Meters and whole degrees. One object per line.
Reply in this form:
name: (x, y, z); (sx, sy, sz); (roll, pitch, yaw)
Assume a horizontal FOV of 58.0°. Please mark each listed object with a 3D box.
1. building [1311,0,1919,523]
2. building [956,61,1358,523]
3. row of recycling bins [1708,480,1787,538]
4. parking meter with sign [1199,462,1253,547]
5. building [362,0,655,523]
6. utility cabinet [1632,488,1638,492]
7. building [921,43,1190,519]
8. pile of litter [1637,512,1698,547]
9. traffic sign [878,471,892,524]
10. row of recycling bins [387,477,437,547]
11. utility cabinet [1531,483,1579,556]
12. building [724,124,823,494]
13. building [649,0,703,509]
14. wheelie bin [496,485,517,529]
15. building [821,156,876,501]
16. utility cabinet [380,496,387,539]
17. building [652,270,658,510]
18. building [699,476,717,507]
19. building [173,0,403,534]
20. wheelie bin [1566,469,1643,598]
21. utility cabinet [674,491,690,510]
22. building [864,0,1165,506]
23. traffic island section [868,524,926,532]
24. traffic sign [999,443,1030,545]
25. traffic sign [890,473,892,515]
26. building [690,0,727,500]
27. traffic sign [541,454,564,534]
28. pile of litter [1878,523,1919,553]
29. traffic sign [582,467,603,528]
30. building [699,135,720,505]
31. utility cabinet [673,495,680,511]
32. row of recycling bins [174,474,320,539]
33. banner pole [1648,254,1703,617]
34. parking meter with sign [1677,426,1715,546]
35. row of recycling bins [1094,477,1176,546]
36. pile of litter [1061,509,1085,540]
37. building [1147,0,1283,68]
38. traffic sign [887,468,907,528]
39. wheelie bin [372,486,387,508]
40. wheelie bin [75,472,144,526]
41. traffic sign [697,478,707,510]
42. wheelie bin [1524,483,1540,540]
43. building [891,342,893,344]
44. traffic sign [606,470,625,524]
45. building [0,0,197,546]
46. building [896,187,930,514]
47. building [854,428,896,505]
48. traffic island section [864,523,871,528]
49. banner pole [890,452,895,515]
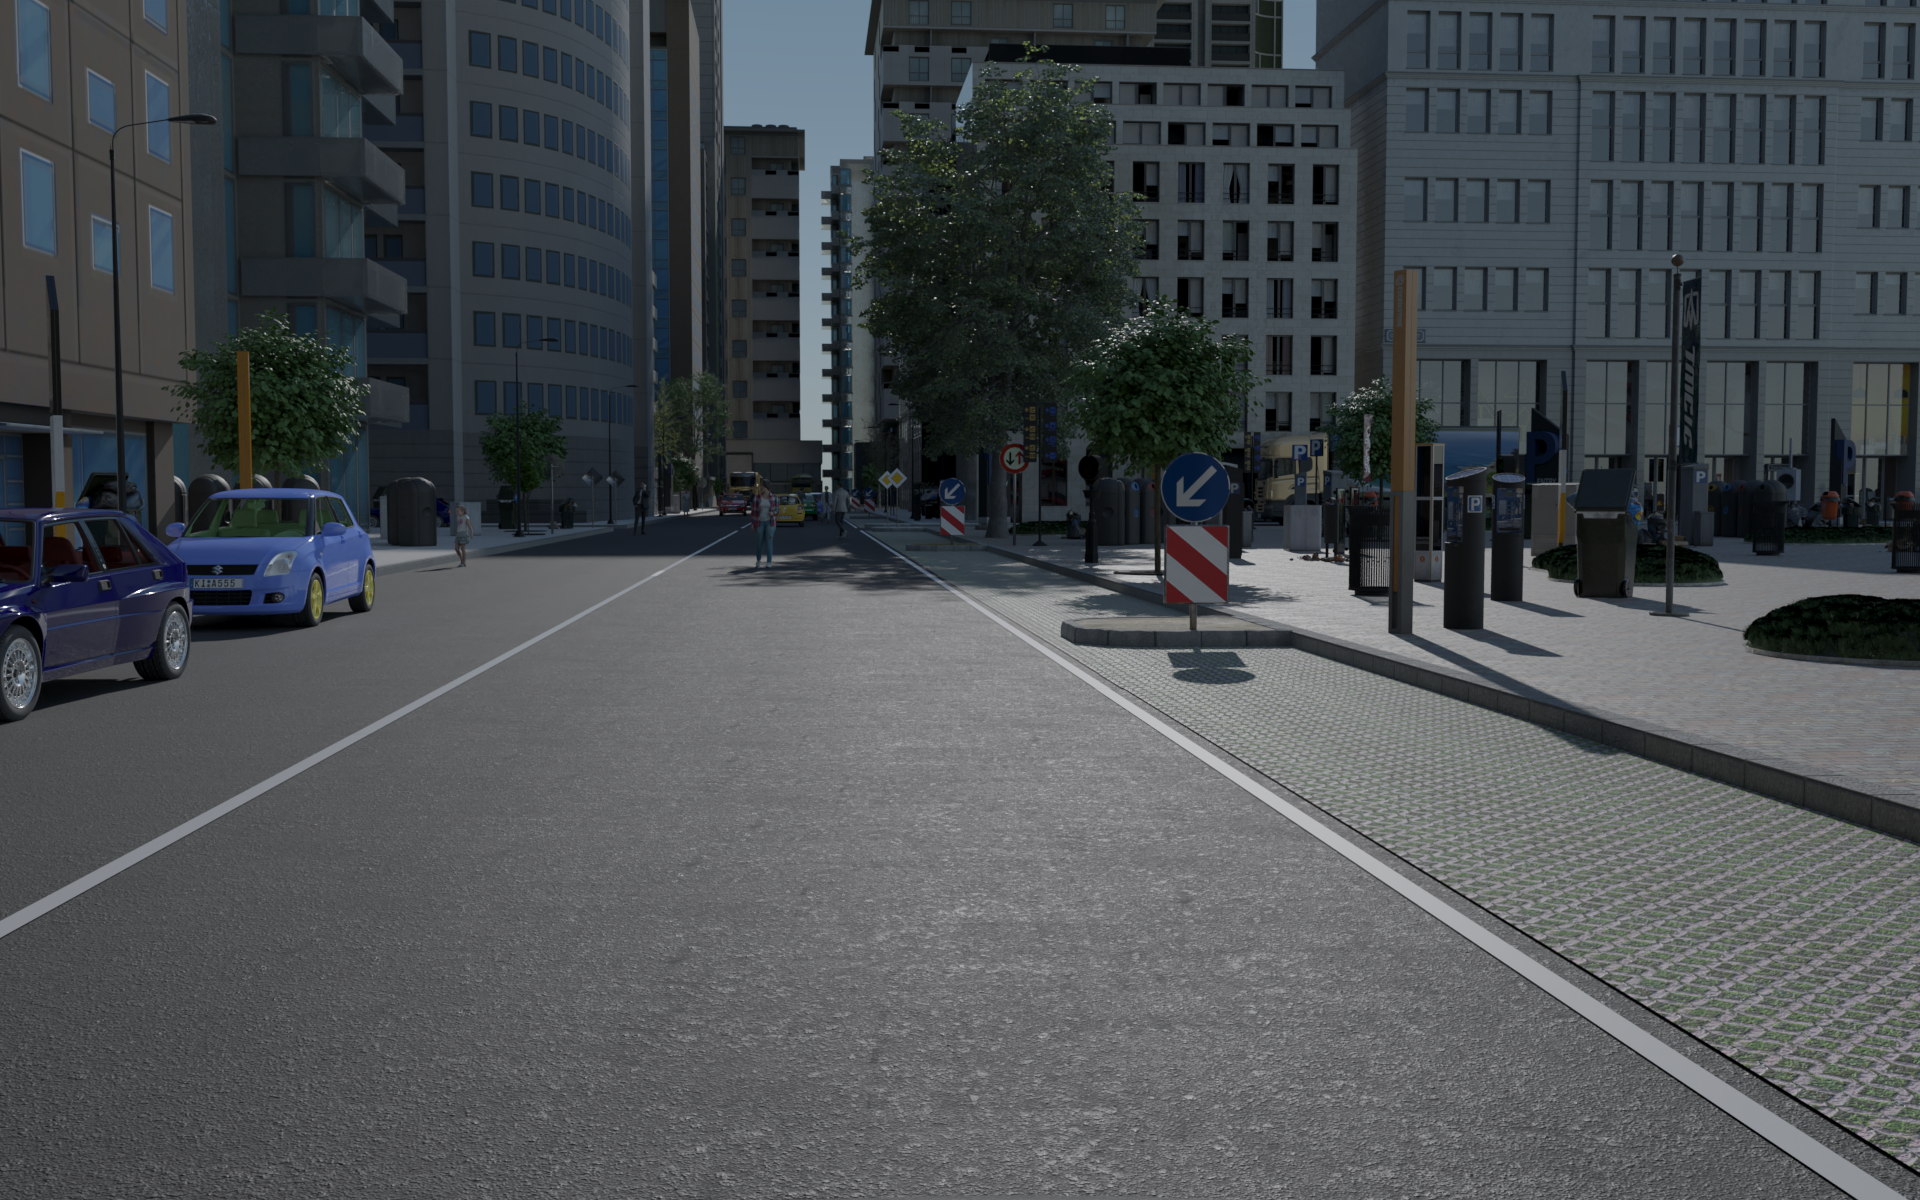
building: (32.943, -18.682, 82.937); (29.804, 29.767, 11.434); (0, 4, -5)
building: (8.642, -13.830, 80.868); (16.860, 20.320, 10.420); (0, 4, -5)
row of recycling bins: (23.133, -2.690, 51.100); (1.069, 1.692, 3.534); (0, 4, -8)
parking meter with sign: (6.277, -2.756, 41.316); (1.738, 3.016, 0.543); (-3, 5, -42)
building: (-27.169, -33.230, 85.303); (21.231, 58.520, 28.212); (0, 4, -5)
utility cabinet: (24.869, -3.459, 65.230); (1.173, 1.500, 0.318); (3, 5, 44)
building: (4.570, -16.158, 93.861); (12.332, 23.373, 15.834); (0, 4, -5)
pile of litter: (16.894, -1.685, 41.520); (1.719, 0.858, 1.176); (0, 4, -2)
traffic sign: (-3.122, -4.323, 74.319); (0.795, 2.450, 0.064); (0, 4, -5)
row of recycling bins: (-13.916, -2.241, 43.750); (1.069, 1.692, 3.534); (-2, 4, -24)
utility cabinet: (11.949, -1.585, 34.598); (0.318, 1.500, 1.173); (-2, 4, -26)
building: (-33.495, -40.156, 245.789); (27.495, 52.752, 28.713); (0, 4, -5)
building: (-30.381, -30.810, 153.857); (14.600, 45.320, 14.200); (0, 4, -5)
wheelie bin: (-16.491, -3.386, 63.262); (0.980, 1.594, 0.693); (1, 4, 9)
building: (-4.373, -38.284, 245.553); (30.456, 49.044, 23.786); (0, 4, -5)
utility cabinet: (-15.962, -2.333, 49.299); (1.020, 1.237, 0.306); (-1, 4, -13)
building: (-36.541, -16.954, 122.229); (27.650, 21.520, 28.899); (0, 4, -5)
building: (-41.011, -29.391, 172.426); (32.217, 40.220, 23.993); (0, 4, -5)
building: (-32.553, -26.243, 48.679); (30.456, 49.044, 23.786); (0, 4, -5)
wheelie bin: (8.060, -0.840, 21.640); (0.980, 1.594, 0.693); (3, 4, 36)
utility cabinet: (-21.493, -7.655, 133.832); (1.173, 1.500, 0.318); (-2, 4, -29)
building: (4.964, -36.150, 180.283); (28.713, 52.752, 27.495); (0, 4, -5)
traffic island section: (-2.388, -2.701, 66.445); (2.009, 0.180, 2.903); (0, 4, -5)
traffic sign: (1.361, -2.636, 43.208); (0.768, 2.556, 0.104); (0, 4, -3)
traffic sign: (-4.214, -6.450, 105.559); (0.768, 2.556, 0.104); (0, 4, -5)
building: (-39.448, -47.255, 210.863); (20.611, 71.187, 20.563); (0, 4, -5)
traffic sign: (-13.105, -3.395, 55.611); (0.768, 2.556, 0.104); (0, 4, -3)
pile of litter: (21.158, -1.501, 38.506); (1.719, 0.858, 1.176); (-1, 4, -9)
traffic sign: (-13.861, -3.775, 65.366); (0.795, 2.450, 0.064); (0, 4, -5)
building: (-34.211, -31.105, 192.157); (14.154, 41.232, 14.086); (0, 4, -5)
utility cabinet: (-19.549, -6.520, 117.767); (1.020, 1.237, 0.306); (-3, 5, -44)
row of recycling bins: (-15.104, -1.769, 36.039); (3.534, 1.692, 1.069); (0, 4, -5)
banner pole: (7.486, -1.709, 17.955); (0.401, 3.779, 0.863); (0, 4, 1)
parking meter with sign: (18.376, -2.881, 43.357); (0.543, 3.016, 1.738); (0, 4, 0)
row of recycling bins: (4.413, -2.272, 44.263); (1.069, 1.692, 3.534); (2, 4, 35)
pile of litter: (3.474, -2.173, 49.499); (1.176, 0.858, 1.719); (0, 4, 3)
building: (35.307, -49.492, 247.453); (20.611, 71.187, 20.563); (0, 4, -5)
traffic sign: (-2.411, -3.836, 66.366); (0.795, 2.450, 0.064); (0, 4, -5)
wheelie bin: (-24.024, -3.928, 72.133); (0.980, 1.594, 0.693); (3, 4, 39)
wheelie bin: (-12.168, -1.039, 24.891); (0.693, 1.594, 0.980); (1, 4, 22)
traffic sign: (-20.334, -8.353, 136.682); (0.768, 2.556, 0.104); (0, 4, -4)
wheelie bin: (16.226, -2.516, 49.052); (0.980, 1.594, 0.693); (-3, 4, -36)
building: (1.627, -18.132, 138.257); (13.314, 21.916, 24.055); (0, 4, -5)
traffic sign: (-14.573, -4.262, 73.319); (0.795, 2.450, 0.064); (0, 4, -5)
building: (-21.717, -23.006, 26.267); (14.600, 45.320, 14.200); (0, 4, -5)
building: (3.092, -16.634, 113.761); (13.314, 21.916, 24.055); (0, 4, -5)
building: (-1.303, -54.760, 208.003); (22.319, 86.520, 31.000); (0, 4, -5)
traffic island section: (-3.099, -3.188, 74.399); (2.009, 0.180, 2.903); (0, 4, -5)
banner pole: (-4.041, -6.946, 103.580); (0.401, 3.779, 0.863); (1, 4, 15)
